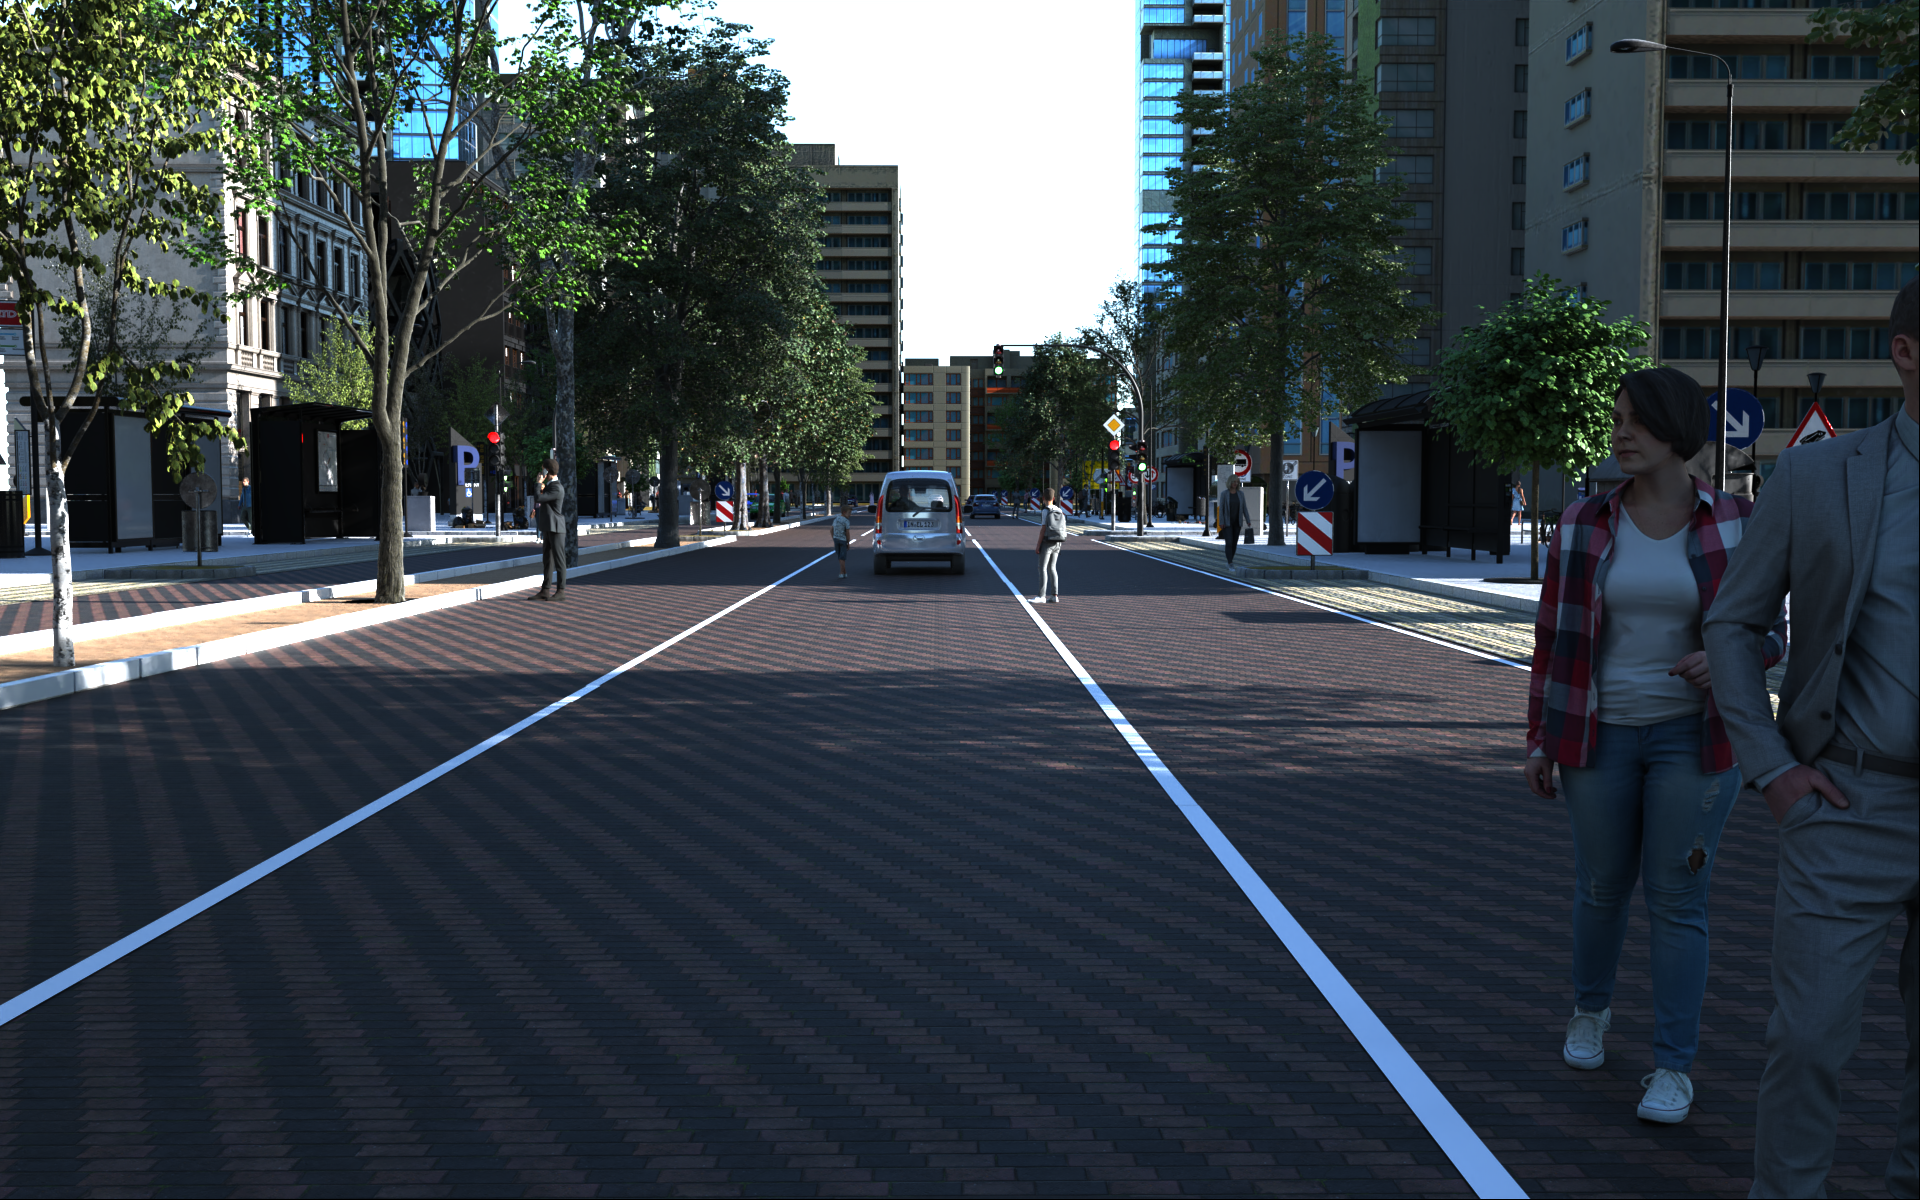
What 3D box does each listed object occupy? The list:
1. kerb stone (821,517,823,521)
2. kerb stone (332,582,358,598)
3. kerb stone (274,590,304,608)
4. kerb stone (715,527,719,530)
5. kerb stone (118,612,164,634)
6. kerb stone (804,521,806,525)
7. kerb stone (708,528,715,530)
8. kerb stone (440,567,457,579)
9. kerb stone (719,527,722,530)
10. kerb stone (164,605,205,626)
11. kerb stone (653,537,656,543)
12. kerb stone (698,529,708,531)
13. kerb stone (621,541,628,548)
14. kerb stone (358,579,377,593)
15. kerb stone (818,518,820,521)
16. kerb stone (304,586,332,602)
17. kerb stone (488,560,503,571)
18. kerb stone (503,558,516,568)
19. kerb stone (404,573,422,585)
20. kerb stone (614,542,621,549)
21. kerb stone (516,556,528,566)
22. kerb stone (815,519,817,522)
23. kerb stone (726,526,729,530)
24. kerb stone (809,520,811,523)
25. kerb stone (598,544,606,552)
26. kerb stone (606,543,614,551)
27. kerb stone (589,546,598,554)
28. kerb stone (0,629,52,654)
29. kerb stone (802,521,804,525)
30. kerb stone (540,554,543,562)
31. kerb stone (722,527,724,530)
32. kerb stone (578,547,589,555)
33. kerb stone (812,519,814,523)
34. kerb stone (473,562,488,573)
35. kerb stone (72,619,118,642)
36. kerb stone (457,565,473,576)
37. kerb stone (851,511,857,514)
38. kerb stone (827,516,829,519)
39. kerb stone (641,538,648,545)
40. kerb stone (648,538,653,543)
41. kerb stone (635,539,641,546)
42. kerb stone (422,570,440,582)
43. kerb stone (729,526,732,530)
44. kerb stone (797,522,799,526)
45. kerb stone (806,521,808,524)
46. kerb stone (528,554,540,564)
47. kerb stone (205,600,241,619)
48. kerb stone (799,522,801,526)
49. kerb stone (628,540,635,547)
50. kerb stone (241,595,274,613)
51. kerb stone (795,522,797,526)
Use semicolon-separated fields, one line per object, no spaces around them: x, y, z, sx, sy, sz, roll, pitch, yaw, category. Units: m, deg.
-7.483;-4.233;91.428;0.120;0.150;1.000;0;4;-1;kerb stone
-8.687;-0.124;24.216;0.120;0.150;1.000;0;4;-1;kerb stone
-8.663;0.002;22.155;0.120;0.150;1.000;0;4;-1;kerb stone
-9.237;-2.601;64.723;0.120;0.150;1.000;0;4;-1;kerb stone
-8.612;0.261;18.061;0.120;0.150;1.000;0;4;-1;kerb stone
-7.336;-3.542;80.142;0.120;0.150;1.000;0;4;-1;kerb stone
-9.224;-2.539;63.701;0.120;0.150;1.000;0;4;-1;kerb stone
-8.762;-0.437;29.347;0.120;0.150;1.000;0;4;-1;kerb stone
-9.243;-2.663;65.752;0.120;0.150;1.000;0;4;-1;kerb stone
-8.628;0.190;19.089;0.120;0.150;1.000;0;4;-1;kerb stone
-9.048;-1.747;50.852;0.120;0.150;1.000;0;4;-1;kerb stone
-9.190;-2.413;61.653;0.120;0.150;1.000;0;4;-1;kerb stone
-8.981;-1.432;45.730;0.120;0.150;1.000;0;4;-1;kerb stone
-8.707;-0.186;25.243;0.120;0.150;1.000;0;4;-1;kerb stone
-7.462;-4.108;89.361;0.120;0.150;1.000;0;4;-1;kerb stone
-8.678;-0.061;23.192;0.120;0.150;1.000;0;4;-1;kerb stone
-8.798;-0.625;32.419;0.120;0.150;1.000;0;4;-1;kerb stone
-8.813;-0.682;33.448;0.120;0.150;1.000;0;4;-1;kerb stone
-8.732;-0.307;27.289;0.120;0.150;1.000;0;4;-1;kerb stone
-8.971;-1.377;44.708;0.120;0.150;1.000;0;4;-1;kerb stone
-8.820;-0.751;34.476;0.120;0.150;1.000;0;4;-1;kerb stone
-7.428;-3.983;87.312;0.120;0.150;1.000;0;4;-1;kerb stone
-9.267;-2.789;67.798;0.120;0.150;1.000;0;4;-1;kerb stone
-7.369;-3.730;83.209;0.120;0.150;1.000;0;4;-1;kerb stone
-8.935;-1.252;42.662;0.120;0.150;1.000;0;4;-1;kerb stone
-8.957;-1.314;43.683;0.120;0.150;1.000;0;4;-1;kerb stone
-8.925;-1.189;41.640;0.120;0.150;1.000;0;4;-1;kerb stone
-8.582;0.382;16.005;0.120;0.150;1.000;0;4;-1;kerb stone
-7.322;-3.481;79.115;0.120;0.150;1.000;0;4;-1;kerb stone
-8.864;-0.877;36.529;0.120;0.150;1.000;0;4;-1;kerb stone
-9.257;-2.723;66.775;0.120;0.150;1.000;0;4;-1;kerb stone
-8.912;-1.127;40.618;0.120;0.150;1.000;0;4;-1;kerb stone
-7.405;-3.856;85.253;0.120;0.150;1.000;0;4;-1;kerb stone
-8.785;-0.562;31.395;0.120;0.150;1.000;0;4;-1;kerb stone
-8.601;0.316;17.031;0.120;0.150;1.000;0;4;-1;kerb stone
-8.776;-0.500;30.373;0.120;0.150;1.000;0;4;-1;kerb stone
-8.028;-6.740;132.398;0.120;0.150;1.000;0;4;-1;kerb stone
-7.560;-4.547;96.540;0.120;0.150;1.000;0;4;-1;kerb stone
-9.021;-1.623;48.798;0.120;0.150;1.000;0;4;-1;kerb stone
-9.036;-1.690;49.820;0.120;0.150;1.000;0;4;-1;kerb stone
-9.014;-1.565;47.776;0.120;0.150;1.000;0;4;-1;kerb stone
-8.748;-0.374;28.318;0.120;0.150;1.000;0;4;-1;kerb stone
-9.285;-2.852;68.825;0.120;0.150;1.000;0;4;-1;kerb stone
-7.282;-3.292;76.027;0.120;0.150;1.000;0;4;-1;kerb stone
-7.348;-3.607;81.164;0.120;0.150;1.000;0;4;-1;kerb stone
-8.846;-0.814;35.507;0.120;0.150;1.000;0;4;-1;kerb stone
-8.644;0.127;20.111;0.120;0.150;1.000;0;4;-1;kerb stone
-7.294;-3.355;77.049;0.120;0.150;1.000;0;4;-1;kerb stone
-8.990;-1.500;46.754;0.120;0.150;1.000;0;4;-1;kerb stone
-8.657;0.067;21.133;0.120;0.150;1.000;0;4;-1;kerb stone
-7.264;-3.230;75.005;0.120;0.150;1.000;0;4;-1;kerb stone
